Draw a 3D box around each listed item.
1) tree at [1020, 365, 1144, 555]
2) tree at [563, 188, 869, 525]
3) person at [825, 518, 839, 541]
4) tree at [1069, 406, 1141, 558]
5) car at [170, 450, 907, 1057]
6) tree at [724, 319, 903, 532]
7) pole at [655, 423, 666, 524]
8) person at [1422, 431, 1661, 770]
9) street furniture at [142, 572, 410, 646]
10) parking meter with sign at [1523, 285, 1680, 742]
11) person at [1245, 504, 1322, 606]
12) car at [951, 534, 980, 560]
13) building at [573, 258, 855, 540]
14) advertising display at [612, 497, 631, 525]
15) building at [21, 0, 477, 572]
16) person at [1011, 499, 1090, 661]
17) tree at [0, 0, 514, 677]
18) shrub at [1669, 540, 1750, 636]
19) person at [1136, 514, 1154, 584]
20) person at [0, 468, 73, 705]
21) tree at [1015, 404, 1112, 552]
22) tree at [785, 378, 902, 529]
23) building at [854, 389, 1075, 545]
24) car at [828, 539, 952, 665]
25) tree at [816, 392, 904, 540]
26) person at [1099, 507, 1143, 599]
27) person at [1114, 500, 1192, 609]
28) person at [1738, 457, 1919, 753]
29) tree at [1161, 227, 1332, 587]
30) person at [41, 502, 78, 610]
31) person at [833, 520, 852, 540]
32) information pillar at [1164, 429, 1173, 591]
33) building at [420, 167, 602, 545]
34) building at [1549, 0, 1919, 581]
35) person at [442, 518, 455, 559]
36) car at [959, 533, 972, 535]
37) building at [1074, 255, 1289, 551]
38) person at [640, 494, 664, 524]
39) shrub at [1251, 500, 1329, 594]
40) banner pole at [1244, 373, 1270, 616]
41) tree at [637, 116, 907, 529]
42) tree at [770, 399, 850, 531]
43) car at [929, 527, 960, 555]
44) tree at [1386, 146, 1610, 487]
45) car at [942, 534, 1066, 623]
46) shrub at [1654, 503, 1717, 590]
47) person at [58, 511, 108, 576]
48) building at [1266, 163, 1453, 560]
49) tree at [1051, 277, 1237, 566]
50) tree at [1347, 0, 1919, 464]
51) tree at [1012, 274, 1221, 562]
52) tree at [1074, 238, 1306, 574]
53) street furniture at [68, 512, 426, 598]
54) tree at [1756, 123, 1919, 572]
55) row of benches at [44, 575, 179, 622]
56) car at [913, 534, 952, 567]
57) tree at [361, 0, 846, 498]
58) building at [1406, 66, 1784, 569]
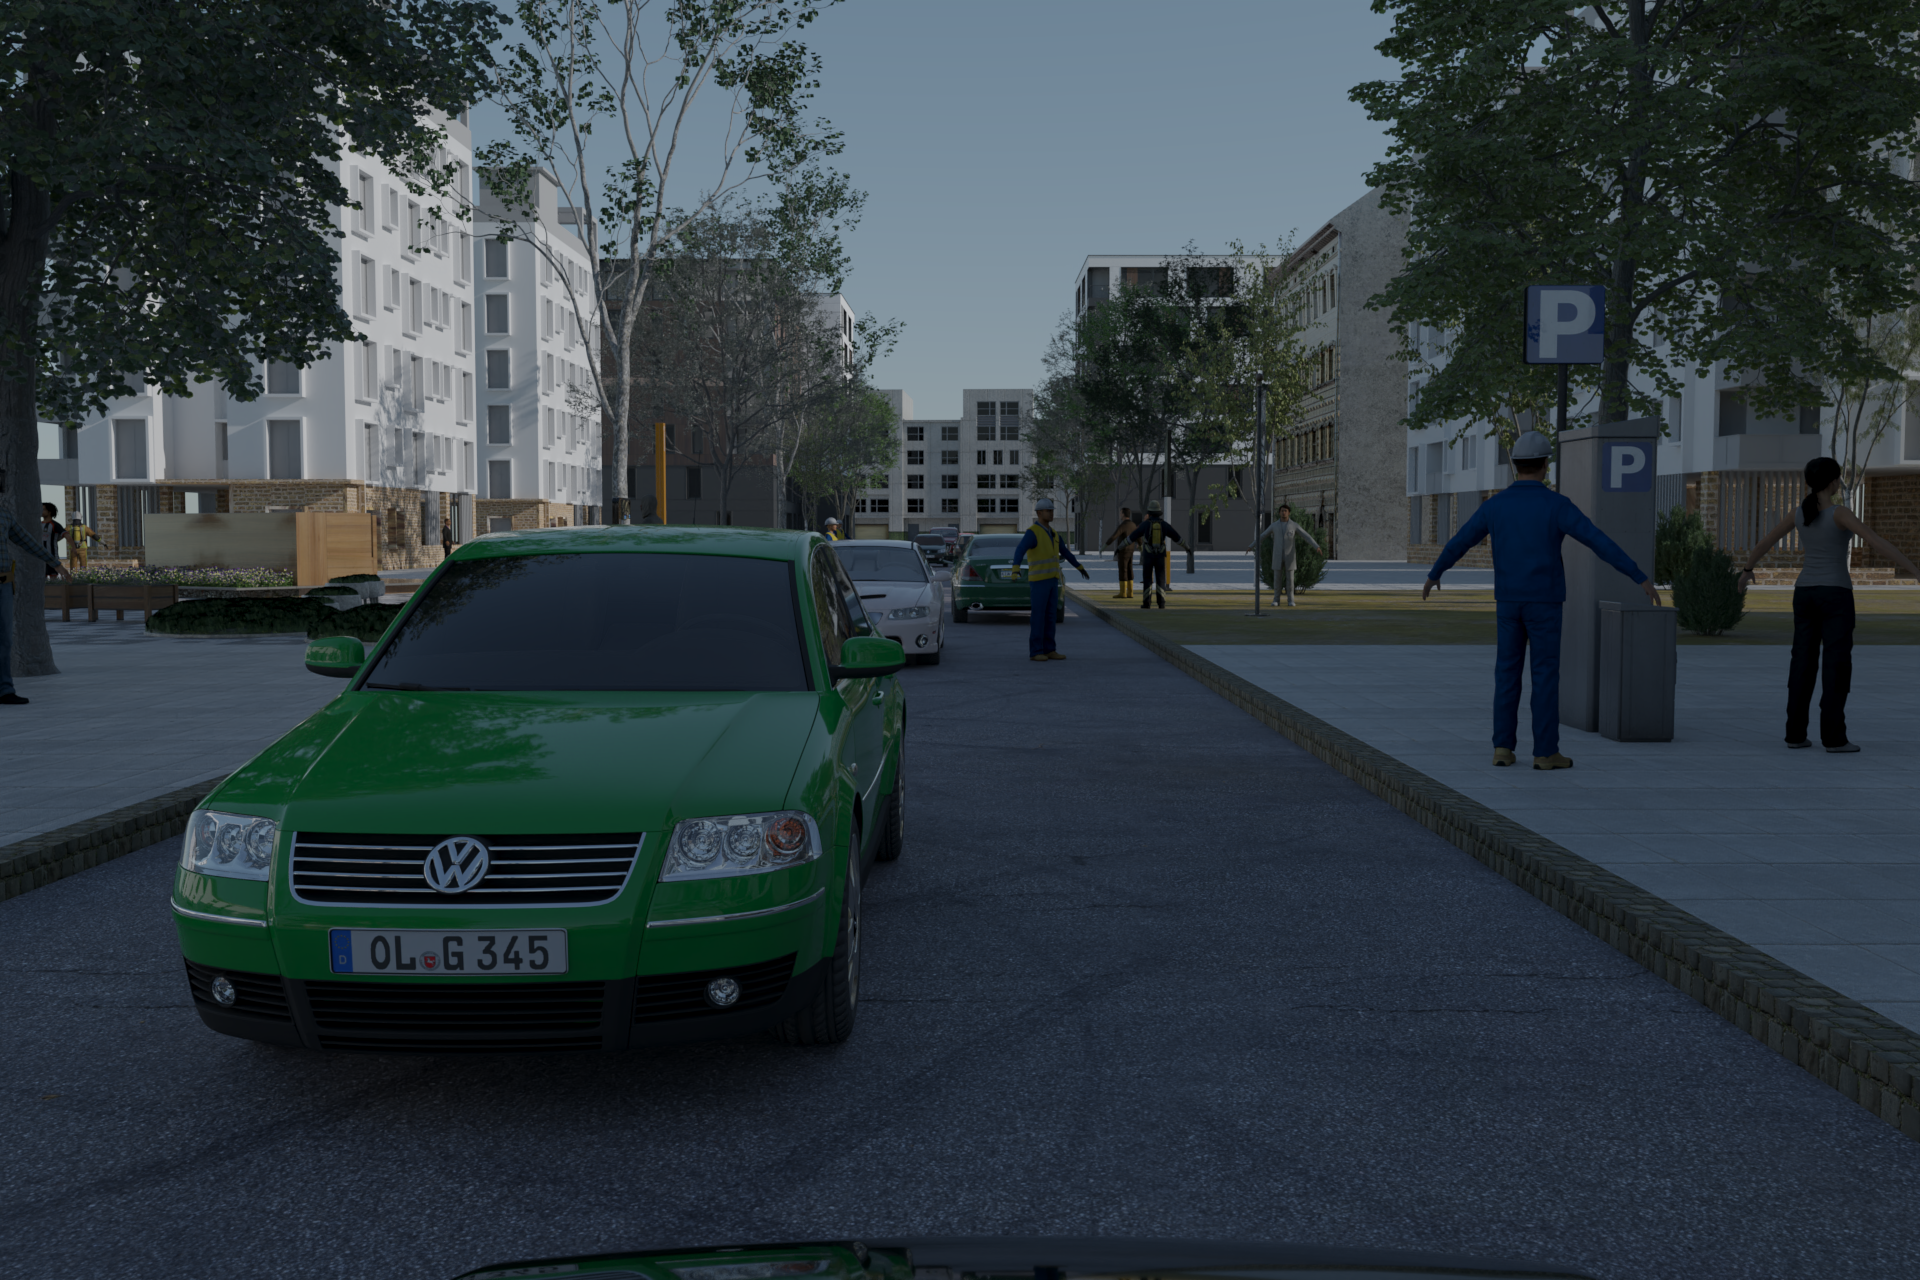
[{"bbox_3d":[7.610,-10.979,105.267,9.928,11.665,9.643,0,3,0],"label":"tree"},{"bbox_3d":[-8.380,-9.227,61.227,12.009,13.543,11.850,0,3,0],"label":"tree"},{"bbox_3d":[-2.582,-1.656,35.992,0.721,1.772,1.216,1,4,9],"label":"person"},{"bbox_3d":[7.435,-8.698,92.576,4.360,8.622,3.978,0,3,0],"label":"tree"},{"bbox_3d":[-1.149,0.154,6.285,1.959,1.807,4.718,0,4,1],"label":"car"},{"bbox_3d":[-8.472,-11.591,99.883,12.009,13.543,11.850,0,3,0],"label":"tree"},{"bbox_3d":[-5.504,-2.327,31.894,0.158,3.312,0.155,0,3,0],"label":"pole"},{"bbox_3d":[3.143,-0.224,9.535,1.347,1.842,0.705,3,5,41],"label":"person"},{"bbox_3d":[-7.747,-0.560,24.790,5.734,0.657,10.072,0,4,-1],"label":"street furniture"},{"bbox_3d":[4.243,-0.927,11.416,0.543,3.016,1.738,0,4,0],"label":"parking meter with sign"},{"bbox_3d":[5.767,-1.507,30.829,1.347,1.806,0.705,1,4,15],"label":"person"},{"bbox_3d":[0.542,-4.396,81.654,2.009,1.686,4.222,0,4,0],"label":"car"},{"bbox_3d":[-24.041,-18.413,145.033,27.936,21.610,32.646,0,4,1],"label":"building"},{"bbox_3d":[-5.999,-1.562,30.746,0.123,1.923,0.974,0,4,2],"label":"advertising display"},{"bbox_3d":[-25.267,-12.393,59.041,16.016,20.090,11.380,0,4,1],"label":"building"},{"bbox_3d":[0.978,-0.687,19.652,0.705,1.833,1.349,3,5,41],"label":"person"},{"bbox_3d":[-8.741,-6.650,15.387,9.857,13.997,8.962,0,3,0],"label":"tree"},{"bbox_3d":[9.475,-0.662,21.936,1.383,1.207,1.383,0,3,0],"label":"shrub"},{"bbox_3d":[4.850,-2.356,44.793,0.705,1.796,1.348,-1,4,-10],"label":"person"},{"bbox_3d":[-7.224,-0.431,12.886,0.704,1.849,1.345,1,4,19],"label":"person"},{"bbox_3d":[7.363,-11.483,122.158,7.601,10.594,8.767,0,4,-5],"label":"tree"},{"bbox_3d":[-7.613,-11.314,110.735,9.928,11.665,9.643,0,3,0],"label":"tree"},{"bbox_3d":[0.771,-21.336,217.760,31.486,18.905,16.747,0,4,3],"label":"building"},{"bbox_3d":[-1.126,-0.497,20.482,2.083,1.381,4.827,0,4,0],"label":"car"},{"bbox_3d":[-7.658,-12.093,123.468,9.928,11.665,9.643,0,3,0],"label":"tree"},{"bbox_3d":[3.272,-1.736,34.516,0.704,1.812,1.346,3,5,42],"label":"person"},{"bbox_3d":[3.331,-1.467,29.763,1.354,1.856,0.705,0,4,-4],"label":"person"},{"bbox_3d":[5.164,-0.213,10.286,0.721,1.737,1.217,-2,4,-32],"label":"person"},{"bbox_3d":[7.168,-5.612,42.123,4.737,8.622,4.395,0,3,0],"label":"tree"},{"bbox_3d":[-15.506,-1.423,29.408,1.345,1.843,0.704,1,4,15],"label":"person"},{"bbox_3d":[-4.074,-3.235,59.352,0.721,1.772,1.216,3,5,42],"label":"person"},{"bbox_3d":[4.666,-2.910,38.937,0.183,3.616,0.504,0,4,-1],"label":"information pillar"},{"bbox_3d":[-26.378,-14.324,90.611,16.016,20.090,11.380,0,4,-1],"label":"building"},{"bbox_3d":[24.756,-12.181,55.583,16.016,20.090,11.380,0,4,1],"label":"building"},{"bbox_3d":[-17.059,-3.150,57.735,0.704,1.802,1.346,-1,4,-8],"label":"person"},{"bbox_3d":[0.324,-6.113,108.994,2.155,1.783,4.494,0,4,0],"label":"car"},{"bbox_3d":[23.263,-18.308,143.311,27.936,21.610,32.646,0,4,0],"label":"building"},{"bbox_3d":[-4.177,-1.045,23.214,0.705,1.813,1.348,1,4,13],"label":"person"},{"bbox_3d":[7.062,-1.994,37.017,1.690,2.028,1.600,0,3,0],"label":"shrub"},{"bbox_3d":[4.662,-2.252,26.840,0.401,3.779,0.863,0,4,1],"label":"banner pole"},{"bbox_3d":[-8.923,-13.725,80.293,12.611,20.169,13.585,0,3,0],"label":"tree"},{"bbox_3d":[-8.473,-8.697,92.556,4.360,8.622,3.978,0,3,0],"label":"tree"},{"bbox_3d":[-0.870,-5.220,94.017,2.281,1.827,5.304,0,4,0],"label":"car"},{"bbox_3d":[10.211,-4.980,31.789,4.737,8.622,4.395,0,3,0],"label":"tree"},{"bbox_3d":[0.764,-1.076,29.388,2.131,1.459,4.920,0,4,-1],"label":"car"},{"bbox_3d":[16.533,-2.164,39.807,1.690,2.028,1.600,0,3,0],"label":"shrub"},{"bbox_3d":[-22.044,-2.295,43.285,1.354,1.858,0.705,-2,4,-24],"label":"person"},{"bbox_3d":[27.598,-15.999,92.509,19.493,23.208,18.063,0,4,1],"label":"building"},{"bbox_3d":[7.518,-8.844,70.361,9.928,11.665,9.643,0,3,0],"label":"tree"},{"bbox_3d":[7.754,-6.207,19.606,7.486,12.596,7.792,0,3,0],"label":"tree"},{"bbox_3d":[7.497,-10.438,81.034,12.009,13.543,11.850,0,3,0],"label":"tree"},{"bbox_3d":[7.281,-7.417,55.672,8.767,10.594,7.601,2,4,32],"label":"tree"},{"bbox_3d":[-16.231,-1.931,38.425,9.812,1.723,11.010,2,4,31],"label":"street furniture"},{"bbox_3d":[14.942,-4.838,29.470,4.360,8.622,3.978,0,3,0],"label":"tree"},{"bbox_3d":[-13.564,-0.630,25.759,4.104,0.672,1.422,1,4,16],"label":"row of benches"},{"bbox_3d":[-1.361,-4.045,75.929,2.009,1.686,4.222,0,4,0],"label":"car"},{"bbox_3d":[-8.518,-11.452,43.124,12.611,20.169,13.585,0,3,0],"label":"tree"},{"bbox_3d":[24.750,-13.327,74.324,16.016,20.090,11.380,0,4,1],"label":"building"}]
